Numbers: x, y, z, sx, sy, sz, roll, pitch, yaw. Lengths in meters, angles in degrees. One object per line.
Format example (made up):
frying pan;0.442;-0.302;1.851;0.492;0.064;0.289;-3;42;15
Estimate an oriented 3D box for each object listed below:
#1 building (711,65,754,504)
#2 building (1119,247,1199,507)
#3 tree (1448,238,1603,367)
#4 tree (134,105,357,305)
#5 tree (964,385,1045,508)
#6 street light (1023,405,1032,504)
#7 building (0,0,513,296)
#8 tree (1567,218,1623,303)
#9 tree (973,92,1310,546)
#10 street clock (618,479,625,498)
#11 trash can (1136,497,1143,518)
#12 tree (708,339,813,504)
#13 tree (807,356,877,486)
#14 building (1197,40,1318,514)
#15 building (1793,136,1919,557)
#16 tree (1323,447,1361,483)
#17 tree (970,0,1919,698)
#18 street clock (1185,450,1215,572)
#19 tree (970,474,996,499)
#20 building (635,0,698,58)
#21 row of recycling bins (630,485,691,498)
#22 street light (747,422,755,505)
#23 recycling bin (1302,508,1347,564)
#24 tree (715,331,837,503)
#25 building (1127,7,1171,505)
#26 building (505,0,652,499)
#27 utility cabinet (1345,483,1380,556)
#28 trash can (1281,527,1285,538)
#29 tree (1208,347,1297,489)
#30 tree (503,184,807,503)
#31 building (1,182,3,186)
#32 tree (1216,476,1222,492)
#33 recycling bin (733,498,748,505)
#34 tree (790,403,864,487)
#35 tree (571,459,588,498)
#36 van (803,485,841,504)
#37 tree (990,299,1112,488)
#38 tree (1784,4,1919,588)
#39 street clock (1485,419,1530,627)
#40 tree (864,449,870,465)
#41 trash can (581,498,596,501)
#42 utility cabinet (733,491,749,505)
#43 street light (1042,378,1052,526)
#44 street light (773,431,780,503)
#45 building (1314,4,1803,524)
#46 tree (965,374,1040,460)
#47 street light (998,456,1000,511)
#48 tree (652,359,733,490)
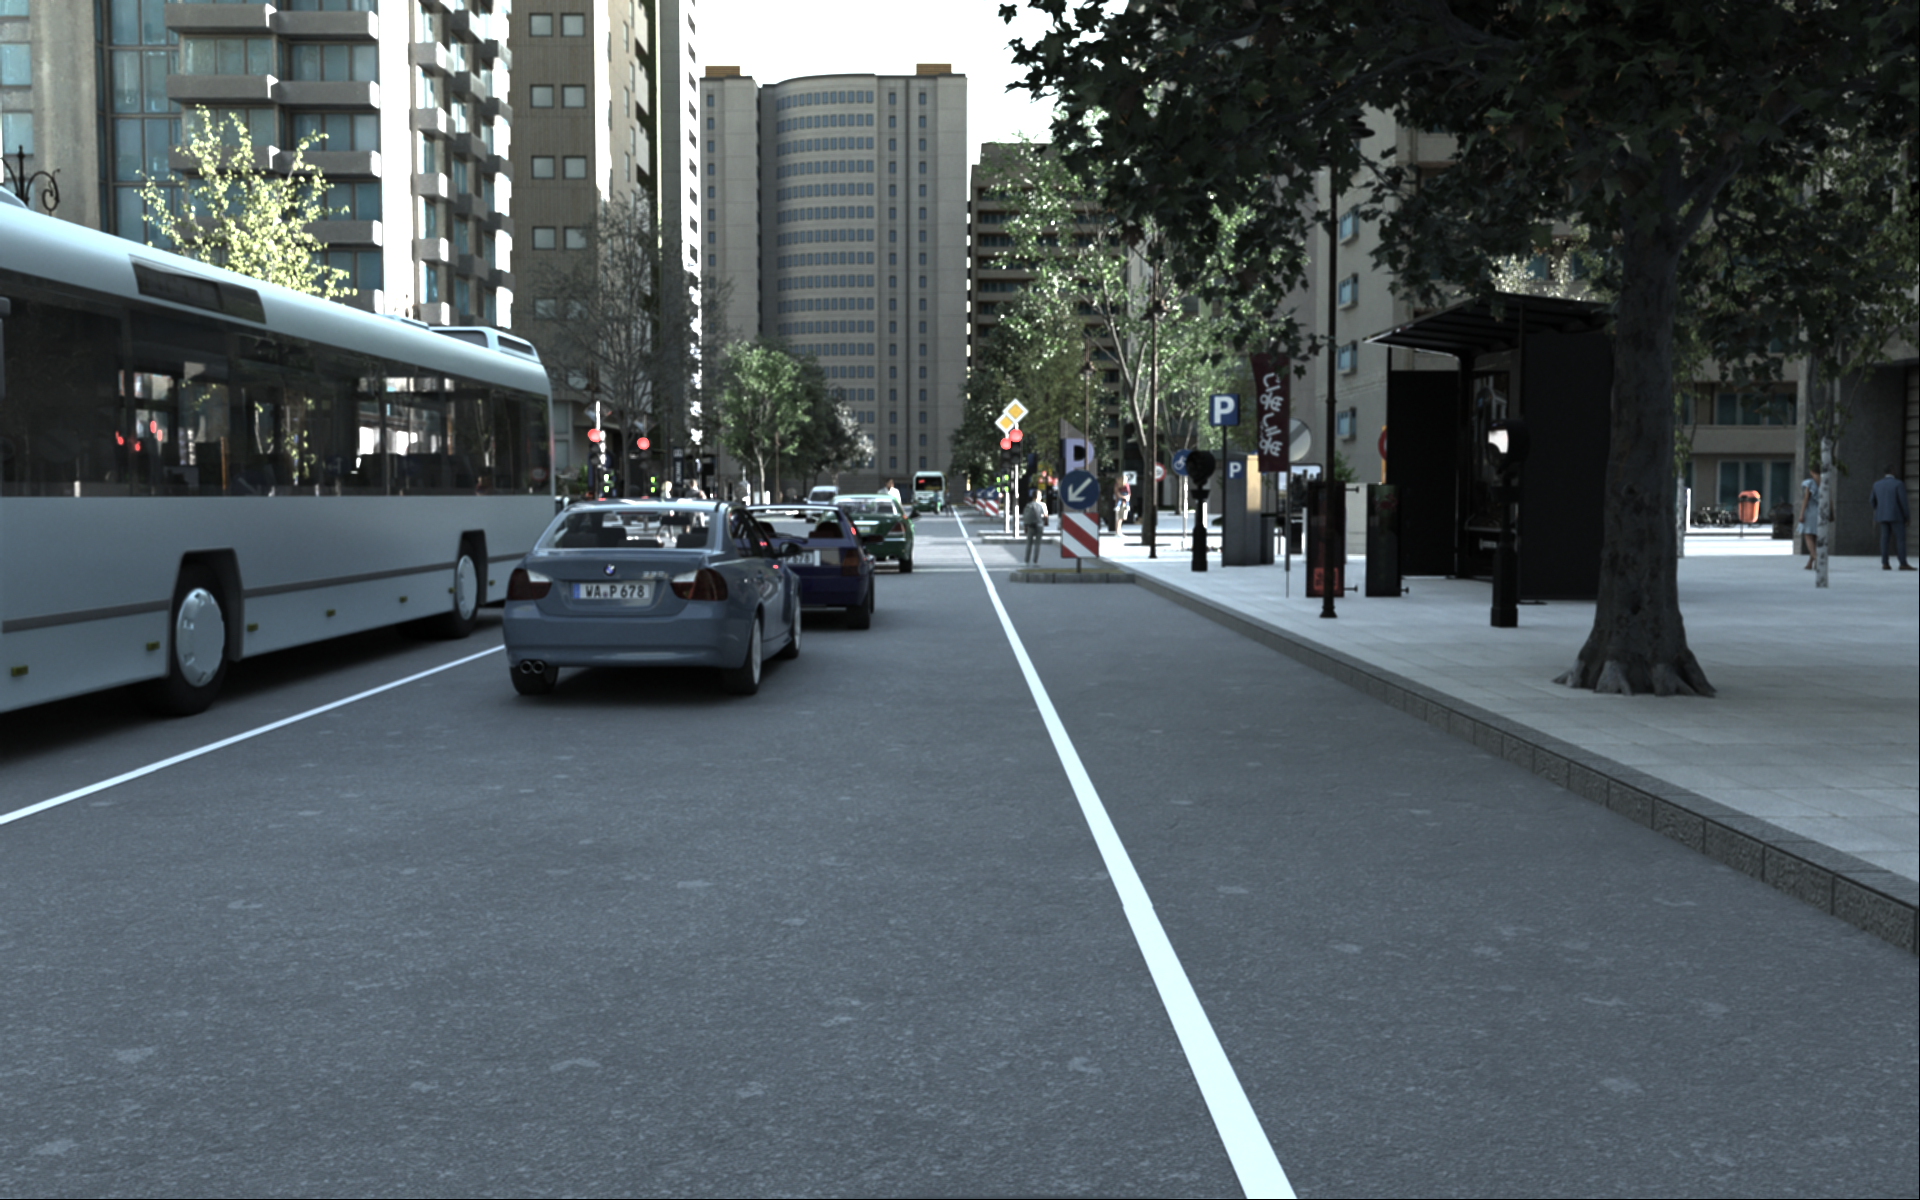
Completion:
building;-41.259;-42.766;241.227;28.212;58.520;21.231;0;4;0
building;24.162;-25.507;188.745;14.160;30.474;14.107;0;4;0
tree;13.856;-5.625;42.334;4.360;8.622;3.978;0;3;0
tree;-13.401;-5.047;32.888;4.737;8.622;4.395;0;3;0
tree;4.192;-14.422;153.930;7.486;12.596;7.792;0;3;0
street light;3.370;-6.854;84.849;0.468;5.910;1.993;0;4;0
building;-39.264;-29.449;101.097;23.786;49.044;30.456;0;4;0
tree;14.205;-5.147;34.519;4.737;8.622;4.395;0;3;0
tree;4.515;-7.145;42.581;9.928;11.665;9.643;0;3;0
street clock;-16.632;-4.956;85.596;0.358;2.002;0.471;3;5;44
trash can;8.179;-3.991;76.909;0.748;1.137;0.748;0;3;0
tree;-13.505;-11.689;116.863;9.928;11.665;9.643;0;3;0
tree;-13.404;-14.618;149.373;12.009;13.543;11.850;0;3;0
building;22.922;-26.460;116.212;14.154;41.232;14.086;0;4;0
building;23.808;-12.735;26.247;12.078;24.808;19.932;0;4;0
tree;15.080;-4.596;69.749;1.663;3.219;1.824;0;3;0
tree;4.480;-5.746;10.954;9.611;12.733;9.660;0;3;0
street clock;3.979;-1.477;28.722;0.358;2.002;0.471;-3;5;-41
tree;2.766;-13.616;206.342;4.285;4.588;4.351;0;3;0
building;-42.397;-39.299;184.535;28.212;58.520;21.231;0;4;0
row of recycling bins;-14.281;-4.638;82.947;3.534;1.692;1.069;0;4;-3
street light;-13.069;-8.299;108.473;0.468;5.910;1.993;0;4;0
recycling bin;6.751;-1.194;32.077;0.722;1.027;0.722;0;4;3
tree;-14.211;-13.892;133.794;9.857;13.997;8.962;0;3;0
building;30.958;-35.359;167.354;28.713;52.752;27.495;0;4;0
building;-41.508;-34.082;146.482;28.713;52.752;27.495;0;4;0
utility cabinet;8.250;-1.662;35.847;0.318;1.500;1.173;-3;5;-43
trash can;9.755;-2.399;50.885;0.748;1.137;0.748;0;3;0
tree;14.453;-8.362;87.078;4.737;8.622;4.395;0;3;0
tree;-13.276;-9.695;68.877;12.009;13.543;11.850;0;3;0
building;-67.366;-14.573;83.304;28.899;21.520;27.650;0;4;0
tree;15.307;-6.343;98.306;1.663;3.219;1.824;0;3;0
recycling bin;-15.030;-6.485;118.584;0.722;1.027;0.722;2;4;33
tree;-14.778;-14.693;174.641;8.767;10.594;7.601;0;4;5
tree;-20.673;-6.157;95.269;1.663;3.219;1.824;0;3;0
van;-6.757;-4.862;86.510;2.013;2.044;4.112;0;4;1
tree;3.547;-6.996;64.742;4.737;8.622;4.395;0;3;0
tree;12.067;-4.473;23.504;4.737;8.622;4.395;0;3;0
street clock;5.262;-0.741;16.693;0.358;2.002;0.471;-1;4;-10
tree;-14.233;-15.999;195.993;8.767;10.594;7.601;-2;4;-28
trash can;-13.551;-3.183;63.703;0.748;1.137;0.748;0;3;0
utility cabinet;-15.694;-7.049;123.929;1.173;1.500;0.318;0;4;4
street light;3.472;-5.895;69.171;0.468;5.910;1.993;0;4;0
street light;-13.153;-9.279;124.497;0.468;5.910;1.993;0;4;0
building;28.372;-28.007;81.615;21.600;48.544;21.300;0;4;0
tree;3.988;-11.661;125.064;8.767;10.594;7.601;2;4;28
street light;2.957;-9.790;132.856;0.468;5.910;1.993;0;4;0
tree;-13.265;-8.348;86.851;4.360;8.622;3.978;0;3;0
